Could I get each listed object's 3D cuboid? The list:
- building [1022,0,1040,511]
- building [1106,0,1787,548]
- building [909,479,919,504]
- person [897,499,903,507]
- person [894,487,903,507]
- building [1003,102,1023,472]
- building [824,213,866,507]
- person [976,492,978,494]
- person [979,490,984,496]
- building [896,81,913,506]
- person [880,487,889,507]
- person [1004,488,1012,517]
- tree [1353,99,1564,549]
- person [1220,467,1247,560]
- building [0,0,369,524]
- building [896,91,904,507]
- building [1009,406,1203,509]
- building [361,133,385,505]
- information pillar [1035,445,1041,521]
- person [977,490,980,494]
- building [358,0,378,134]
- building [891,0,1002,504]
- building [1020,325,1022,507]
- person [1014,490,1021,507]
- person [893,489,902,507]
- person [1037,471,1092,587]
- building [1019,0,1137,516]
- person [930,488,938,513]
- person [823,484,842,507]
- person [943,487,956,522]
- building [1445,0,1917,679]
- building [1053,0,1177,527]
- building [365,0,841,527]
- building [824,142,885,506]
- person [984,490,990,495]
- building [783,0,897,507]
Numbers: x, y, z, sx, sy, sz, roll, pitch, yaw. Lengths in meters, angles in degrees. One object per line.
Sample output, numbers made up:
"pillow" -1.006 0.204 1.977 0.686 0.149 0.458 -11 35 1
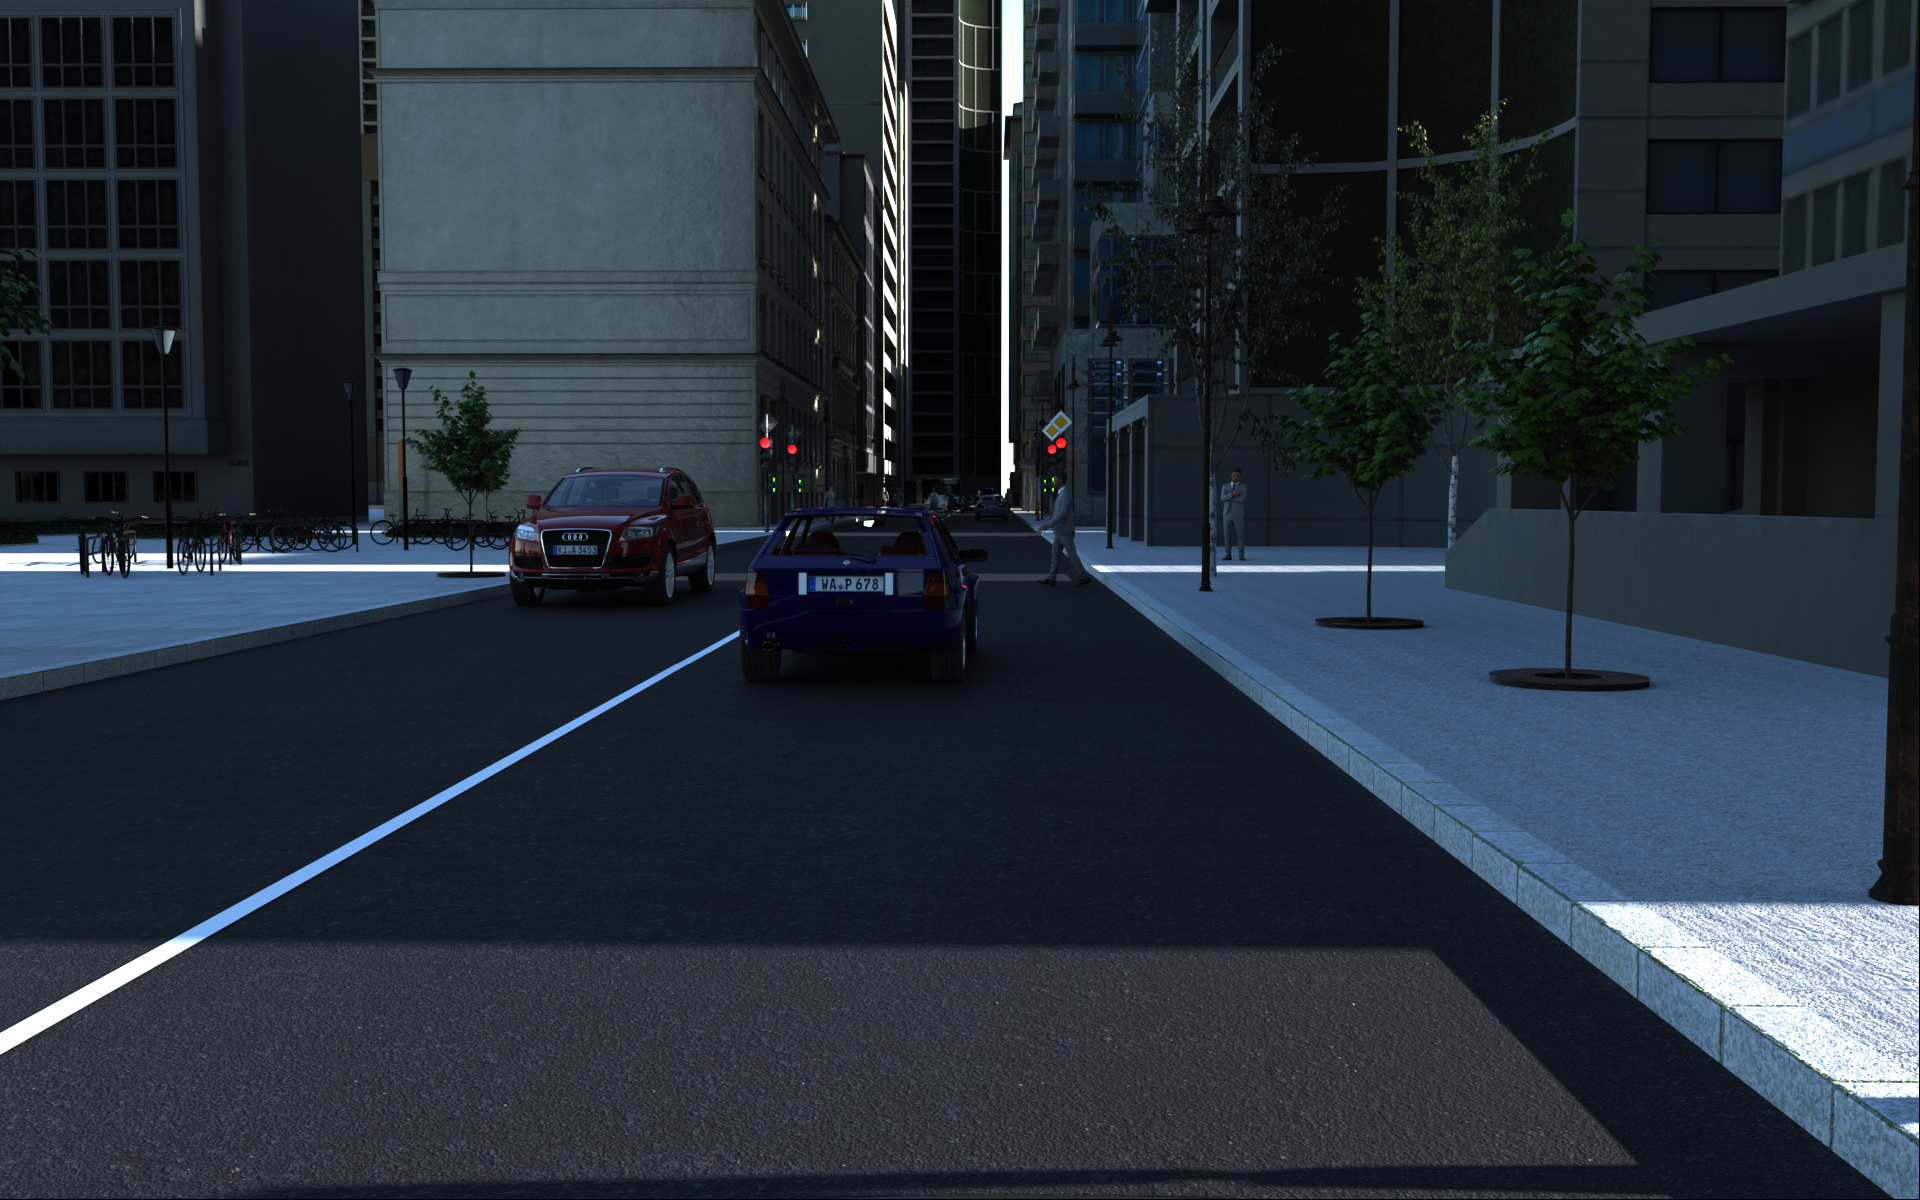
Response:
"building" 11.798 -27.530 133.716 14.154 41.232 14.086 0 4 1
"building" 14.867 -37.093 44.729 20.563 71.187 20.611 0 4 1
"building" -19.712 -33.682 205.322 28.867 44.769 22.147 0 4 1
"person" -2.729 -4.108 80.677 0.382 1.210 0.505 -1 4 -19
"person" -3.468 -5.633 100.463 0.748 1.841 0.638 -2 4 -32
"building" 19.771 -39.688 238.130 27.495 52.752 28.713 0 4 1
"building" -11.632 -14.734 105.535 10.561 19.102 19.286 0 4 1
"person" 1.921 -10.761 185.222 0.721 1.735 1.217 2 4 27
"person" 1.734 -8.306 144.847 0.990 1.755 0.434 0 4 4
"building" -12.361 -32.707 184.871 14.600 45.320 14.200 0 4 1
"person" -5.588 -7.373 126.992 0.661 1.777 0.834 1 4 18
"person" 2.923 -6.004 106.846 0.709 1.800 0.728 -1 4 -18
"tree" 9.491 -5.069 33.240 4.737 8.622 4.395 0 3 0
"person" 5.289 -1.667 33.475 0.511 1.800 0.466 1 4 8
"building" -39.270 -17.048 72.248 24.014 27.812 14.314 0 4 1
"building" -12.914 -29.804 170.886 14.154 41.232 14.086 0 4 1
"building" 15.840 -46.039 190.983 20.563 71.187 20.611 0 4 1
"building" -71.636 -34.313 211.136 14.200 45.320 14.600 0 4 1
"information pillar" 3.744 -5.636 83.495 0.183 3.616 0.504 -1 4 -11
"person" 1.577 -8.533 148.017 0.705 1.823 1.348 -3 4 -38
"building" -68.390 -48.734 235.045 20.611 71.187 20.563 0 4 1
"building" -4.620 -48.669 233.985 20.611 71.187 20.563 0 4 1
"building" 19.948 -19.730 167.626 27.650 21.520 28.899 0 4 1
"person" 5.582 -9.904 168.778 0.742 1.727 0.445 -3 5 -44
"person" -3.677 -5.646 101.652 0.563 1.720 0.643 0 4 -3
"person" 1.621 -1.106 26.864 0.850 1.792 0.678 0 4 3
"building" 15.603 -29.577 103.199 23.786 49.044 30.456 0 4 1
"person" -1.534 -5.650 101.107 0.478 1.798 0.641 1 4 12
"person" -5.035 -3.645 68.215 0.709 1.813 0.853 -3 5 -44
"person" -0.532 -4.932 89.156 0.654 1.822 0.581 2 4 31
"building" 22.631 -19.781 15.301 32.217 40.220 23.993 0 4 1
"building" 19.815 -46.700 76.213 31.000 86.520 22.319 0 4 1
"building" -14.837 -15.124 80.568 16.112 22.955 30.059 0 4 1
"building" -13.343 -20.432 127.567 14.314 27.812 24.014 0 4 1
"person" 2.527 -9.423 162.524 1.348 1.831 0.705 1 4 19
"building" -16.772 -32.349 152.608 21.300 48.544 21.600 0 4 1
